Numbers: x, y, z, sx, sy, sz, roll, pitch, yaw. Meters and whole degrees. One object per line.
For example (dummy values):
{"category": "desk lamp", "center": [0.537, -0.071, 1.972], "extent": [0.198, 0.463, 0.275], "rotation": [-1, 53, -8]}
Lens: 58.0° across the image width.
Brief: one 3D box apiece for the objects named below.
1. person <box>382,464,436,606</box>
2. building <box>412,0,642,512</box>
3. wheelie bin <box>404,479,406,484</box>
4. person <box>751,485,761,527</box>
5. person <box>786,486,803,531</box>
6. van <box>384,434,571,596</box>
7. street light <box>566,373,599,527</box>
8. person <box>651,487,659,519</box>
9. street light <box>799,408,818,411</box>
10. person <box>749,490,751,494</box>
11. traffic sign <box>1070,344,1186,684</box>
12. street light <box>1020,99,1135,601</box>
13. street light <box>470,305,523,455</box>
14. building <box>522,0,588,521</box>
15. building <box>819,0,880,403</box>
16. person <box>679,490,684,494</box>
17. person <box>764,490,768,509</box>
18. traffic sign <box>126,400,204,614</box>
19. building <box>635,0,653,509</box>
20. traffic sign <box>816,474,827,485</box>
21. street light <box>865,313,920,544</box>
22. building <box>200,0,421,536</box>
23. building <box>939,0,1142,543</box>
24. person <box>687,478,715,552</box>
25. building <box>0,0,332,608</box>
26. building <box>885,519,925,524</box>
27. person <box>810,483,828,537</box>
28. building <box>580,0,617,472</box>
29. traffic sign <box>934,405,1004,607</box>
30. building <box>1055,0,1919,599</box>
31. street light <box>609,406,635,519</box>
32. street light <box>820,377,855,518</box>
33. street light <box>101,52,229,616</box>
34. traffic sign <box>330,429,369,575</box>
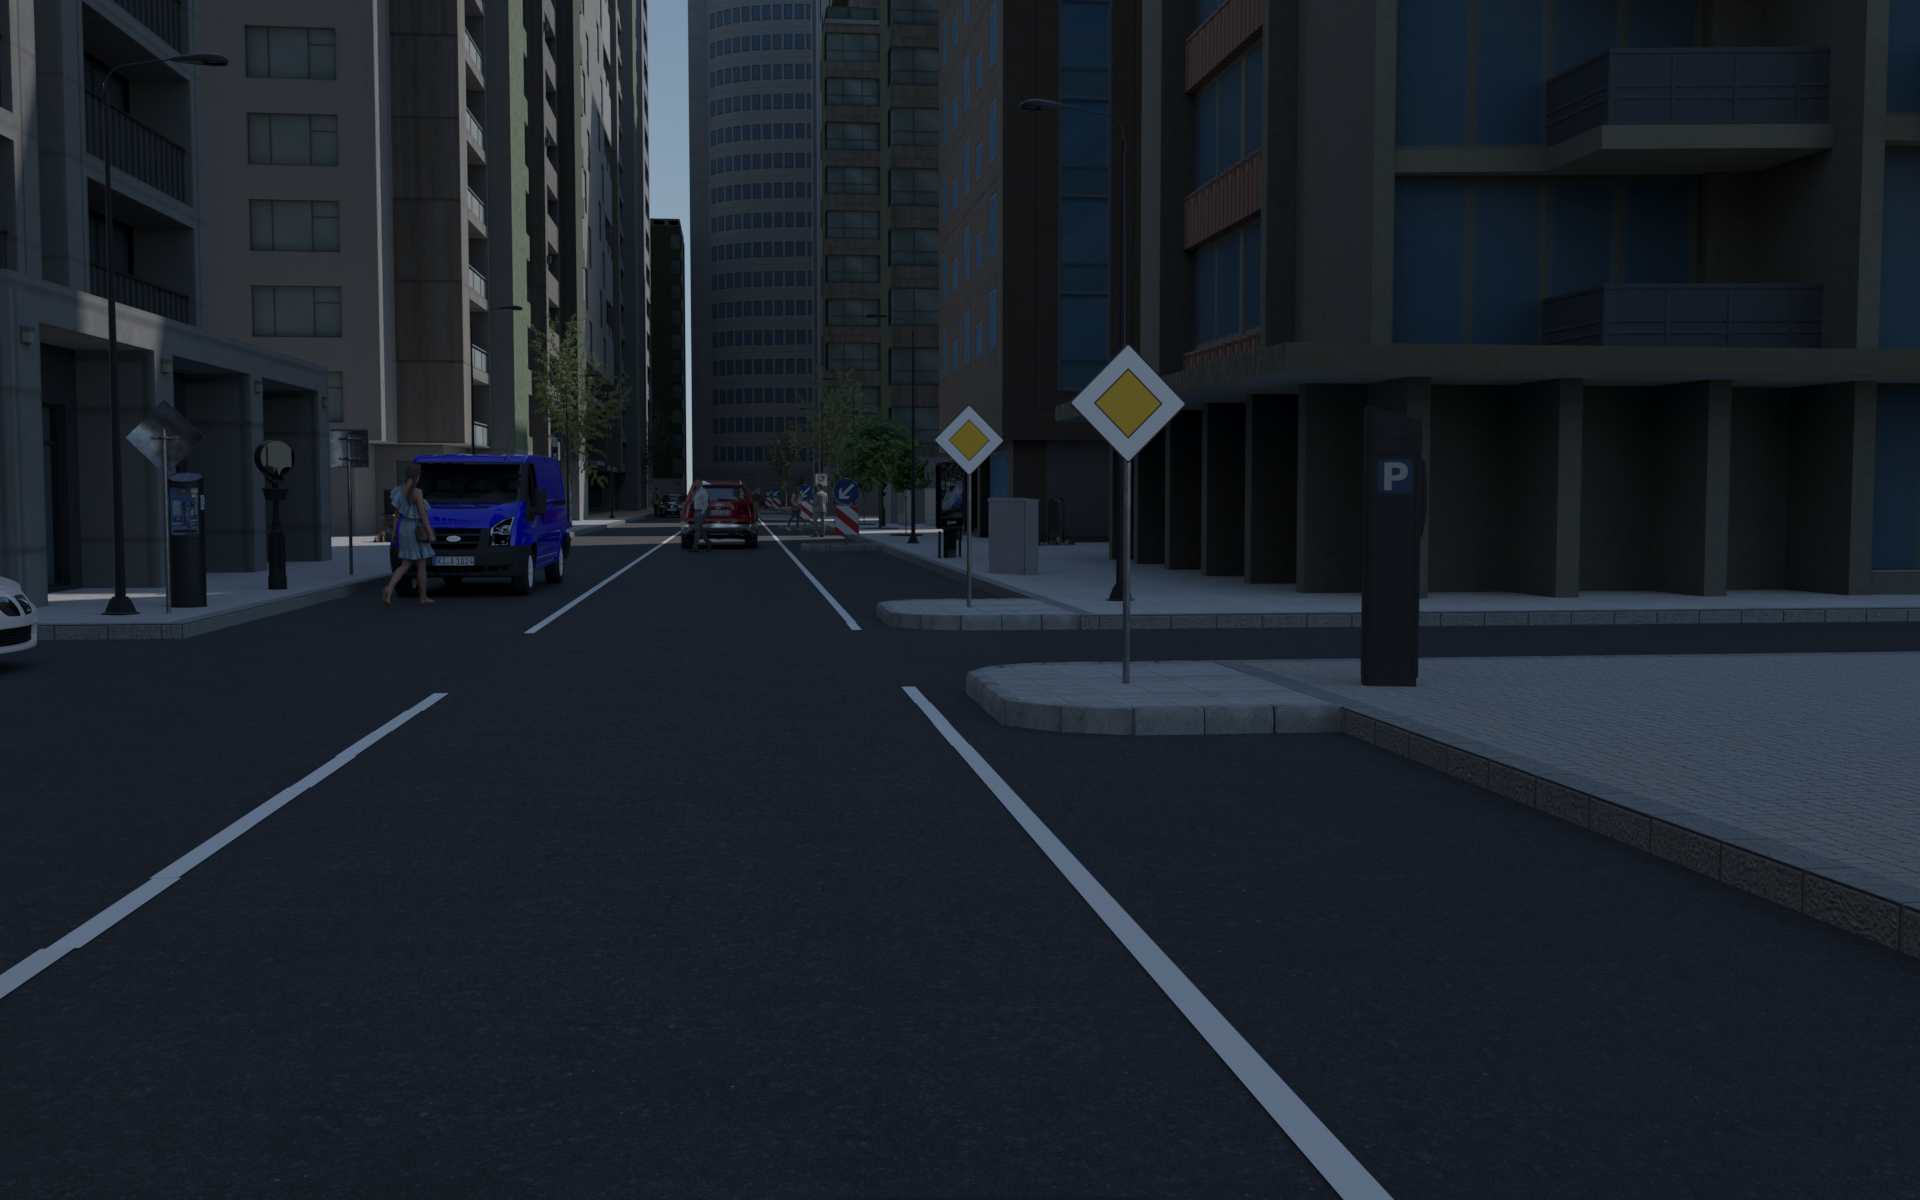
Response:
{"category": "person", "center": [-7.031, -0.834, 22.224], "extent": [0.616, 1.811, 0.778], "rotation": [2, 4, 33]}
{"category": "building", "center": [-31.030, -27.106, 126.772], "extent": [14.154, 41.232, 14.086], "rotation": [0, 4, -7]}
{"category": "wheelie bin", "center": [-11.833, -1.815, 37.582], "extent": [0.693, 1.594, 0.980], "rotation": [2, 4, 27]}
{"category": "person", "center": [-8.862, -4.105, 75.422], "extent": [0.447, 1.846, 0.655], "rotation": [-2, 4, -26]}
{"category": "person", "center": [-6.458, -3.578, 67.586], "extent": [0.643, 1.750, 0.593], "rotation": [1, 4, 22]}
{"category": "van", "center": [-7.166, -1.331, 26.144], "extent": [2.240, 2.365, 5.245], "rotation": [0, 4, -6]}
{"category": "street light", "center": [-14.543, -5.751, 66.568], "extent": [1.470, 5.913, 1.316], "rotation": [0, 4, -7]}
{"category": "person", "center": [-17.548, -5.573, 99.718], "extent": [0.705, 1.812, 1.348], "rotation": [-1, 4, -23]}
{"category": "street light", "center": [-7.941, -7.384, 93.272], "extent": [1.470, 5.913, 1.316], "rotation": [0, 4, -7]}
{"category": "person", "center": [-17.639, -8.380, 146.068], "extent": [0.434, 1.755, 0.990], "rotation": [2, 4, 34]}
{"category": "traffic sign", "center": [1.121, -0.491, 11.663], "extent": [0.795, 2.450, 0.064], "rotation": [0, 4, -7]}
{"category": "street light", "center": [1.397, -2.940, 20.617], "extent": [1.470, 5.913, 1.316], "rotation": [0, 4, -7]}
{"category": "street light", "center": [-11.457, -4.291, 42.698], "extent": [1.470, 5.913, 1.316], "rotation": [0, 4, -7]}
{"category": "building", "center": [-24.974, -18.819, 79.388], "extent": [14.160, 30.474, 14.107], "rotation": [0, 4, -7]}
{"category": "building", "center": [3.635, -32.985, 128.541], "extent": [28.713, 52.752, 27.495], "rotation": [0, 4, -7]}
{"category": "person", "center": [-22.569, -8.057, 140.674], "extent": [0.683, 1.767, 0.568], "rotation": [-1, 4, -17]}
{"category": "person", "center": [-17.886, -9.287, 160.297], "extent": [0.705, 1.831, 1.348], "rotation": [1, 4, 13]}
{"category": "traffic sign", "center": [-8.477, -0.909, 18.501], "extent": [0.795, 2.450, 0.064], "rotation": [0, 4, -7]}
{"category": "building", "center": [-41.981, -37.412, 153.687], "extent": [28.212, 58.520, 21.231], "rotation": [0, 4, -7]}
{"category": "traffic sign", "center": [-6.958, -5.185, 86.898], "extent": [0.606, 2.300, 0.079], "rotation": [0, 4, -4]}
{"category": "street light", "center": [-1.750, -4.412, 44.670], "extent": [1.470, 5.913, 1.316], "rotation": [0, 4, -7]}
{"category": "building", "center": [-22.353, -22.848, 57.159], "extent": [14.154, 41.232, 14.086], "rotation": [0, 4, -7]}
{"category": "building", "center": [7.036, -24.568, 51.793], "extent": [14.600, 45.320, 14.200], "rotation": [0, 4, -7]}
{"category": "person", "center": [-6.440, -2.098, 42.897], "extent": [0.850, 1.850, 0.679], "rotation": [-3, 5, -40]}
{"category": "building", "center": [-21.763, -35.933, 25.751], "extent": [20.563, 71.187, 20.611], "rotation": [0, 4, -7]}
{"category": "building", "center": [3.125, -18.916, 80.977], "extent": [14.160, 30.474, 14.107], "rotation": [0, 4, -7]}
{"category": "person", "center": [-4.727, -2.997, 57.701], "extent": [0.583, 1.804, 0.606], "rotation": [2, 4, 34]}
{"category": "building", "center": [-35.450, -31.509, 104.410], "extent": [28.713, 52.752, 27.495], "rotation": [0, 4, -7]}
{"category": "traffic sign", "center": [0.099, -0.975, 19.583], "extent": [0.795, 2.450, 0.064], "rotation": [0, 4, -7]}
{"category": "building", "center": [16.641, -23.014, 30.906], "extent": [28.867, 44.769, 22.147], "rotation": [0, 4, -7]}
{"category": "street light", "center": [-17.735, -7.236, 90.853], "extent": [1.470, 5.913, 1.316], "rotation": [0, 4, -7]}
{"category": "street light", "center": [-4.770, -5.898, 68.980], "extent": [1.470, 5.913, 1.316], "rotation": [0, 4, -7]}
{"category": "street light", "center": [-8.401, -2.800, 18.328], "extent": [1.470, 5.913, 1.316], "rotation": [0, 4, -7]}
{"category": "traffic sign", "center": [-9.628, -1.542, 27.338], "extent": [0.606, 2.300, 0.079], "rotation": [0, 4, -1]}
